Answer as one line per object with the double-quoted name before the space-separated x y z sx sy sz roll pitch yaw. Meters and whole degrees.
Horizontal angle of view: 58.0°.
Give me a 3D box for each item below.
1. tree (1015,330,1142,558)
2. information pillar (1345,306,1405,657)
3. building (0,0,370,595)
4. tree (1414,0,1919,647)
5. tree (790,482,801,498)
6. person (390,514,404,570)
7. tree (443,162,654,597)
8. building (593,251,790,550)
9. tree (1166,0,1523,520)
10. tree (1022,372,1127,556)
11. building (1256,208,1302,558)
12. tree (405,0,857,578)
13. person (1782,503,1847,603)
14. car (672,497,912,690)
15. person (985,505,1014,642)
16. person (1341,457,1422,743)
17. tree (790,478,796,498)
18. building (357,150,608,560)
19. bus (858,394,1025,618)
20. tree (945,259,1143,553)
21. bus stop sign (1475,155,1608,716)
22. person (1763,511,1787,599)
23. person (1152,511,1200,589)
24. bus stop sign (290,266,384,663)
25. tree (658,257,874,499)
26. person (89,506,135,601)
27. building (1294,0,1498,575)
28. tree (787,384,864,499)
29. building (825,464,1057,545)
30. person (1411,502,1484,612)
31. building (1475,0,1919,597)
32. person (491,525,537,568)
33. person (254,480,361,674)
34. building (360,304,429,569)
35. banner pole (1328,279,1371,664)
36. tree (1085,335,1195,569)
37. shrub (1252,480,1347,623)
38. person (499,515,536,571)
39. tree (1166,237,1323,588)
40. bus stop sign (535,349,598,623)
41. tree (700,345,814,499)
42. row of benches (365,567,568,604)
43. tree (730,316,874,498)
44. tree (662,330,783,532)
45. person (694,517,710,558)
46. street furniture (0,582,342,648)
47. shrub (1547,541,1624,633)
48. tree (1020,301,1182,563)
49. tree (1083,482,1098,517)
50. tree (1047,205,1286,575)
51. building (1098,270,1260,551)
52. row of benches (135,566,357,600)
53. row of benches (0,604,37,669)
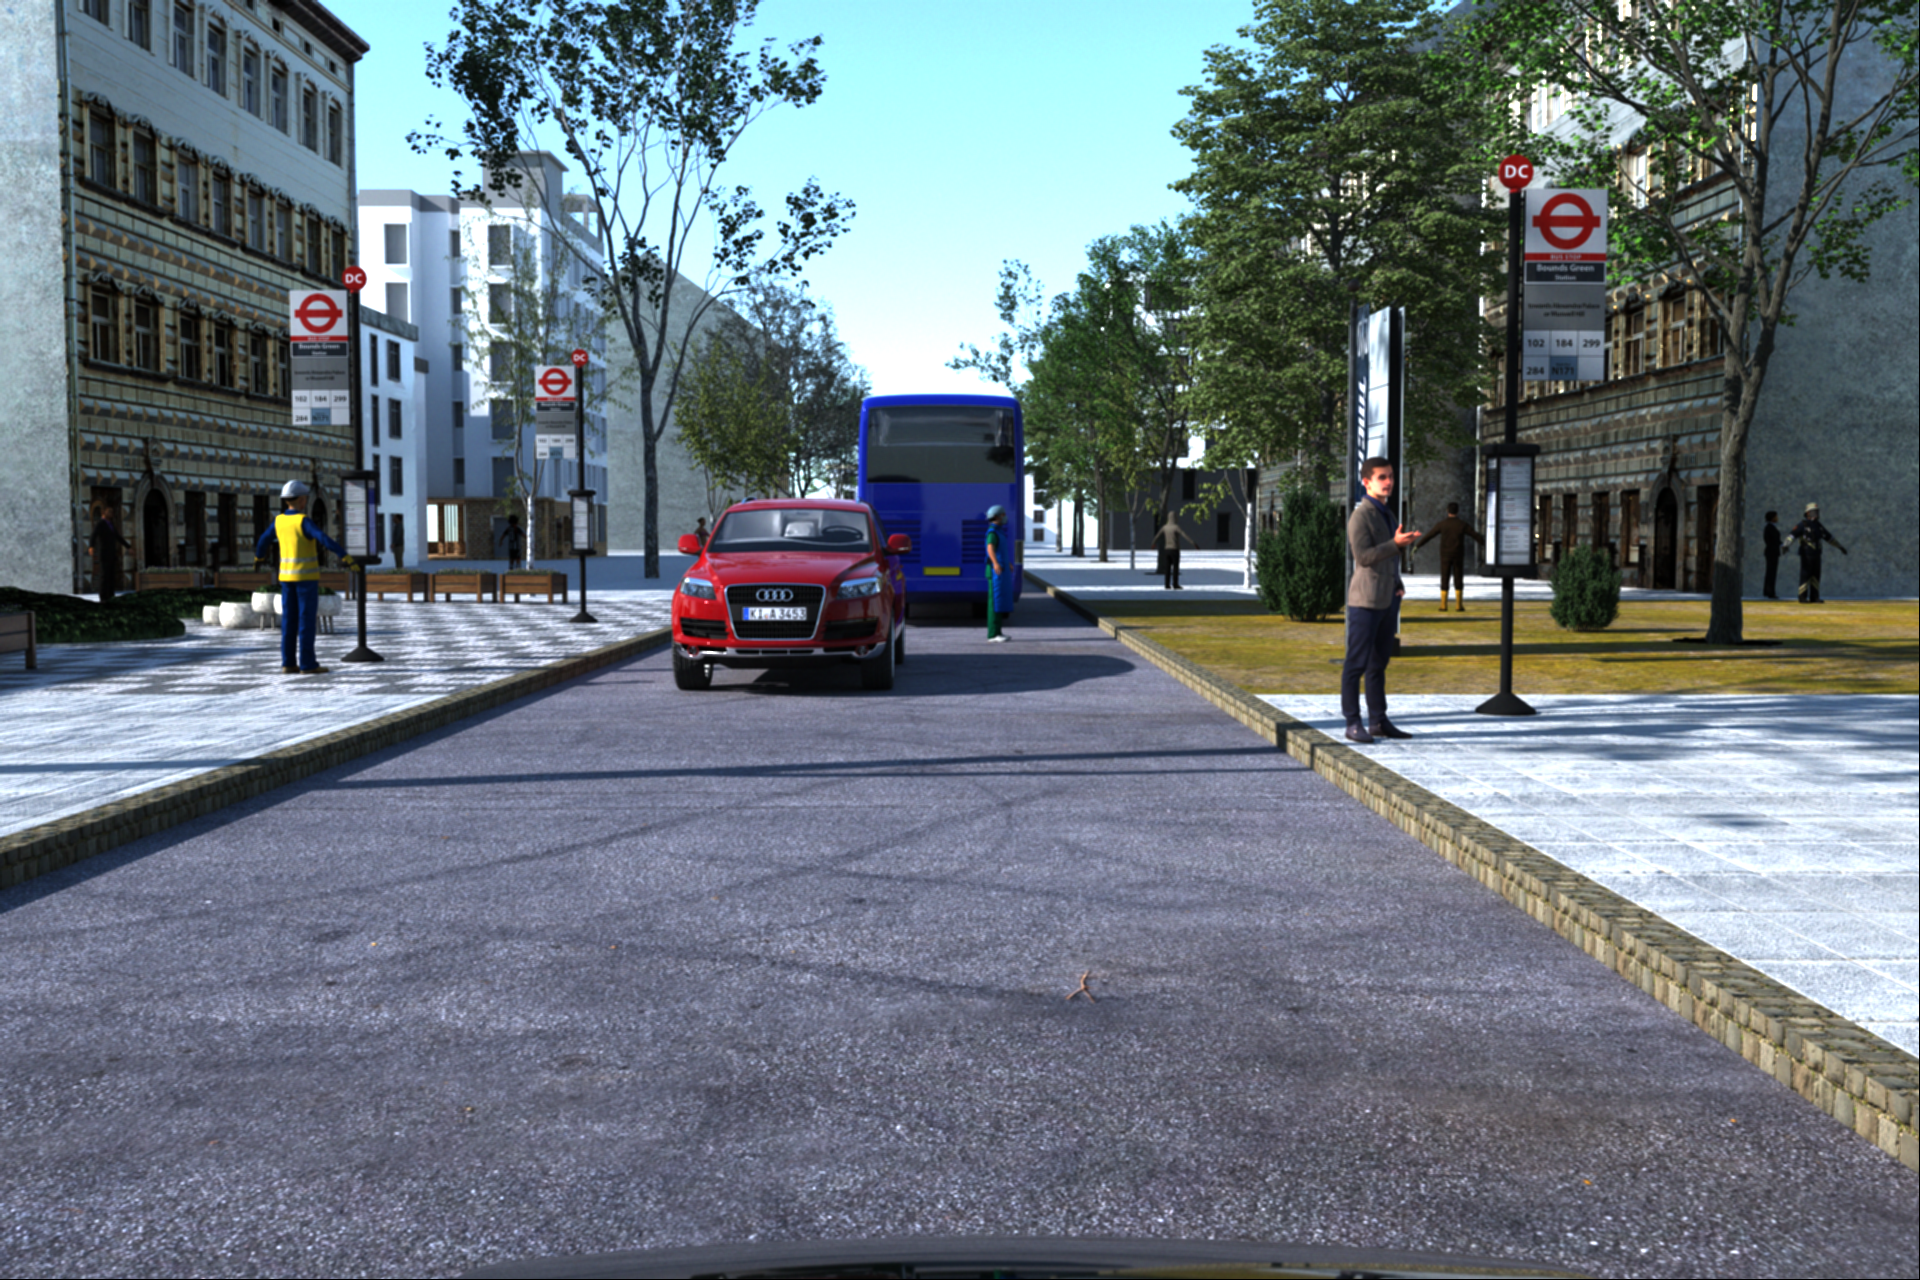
"tree" 6.202 -10.784 94.450 7.486 12.596 7.792 0 3 0
"information pillar" 4.477 -1.678 18.749 0.184 3.620 1.656 0 4 -2
"building" -27.924 -13.079 44.771 19.493 23.208 18.063 0 4 0
"tree" 9.125 -5.757 19.876 9.928 11.665 9.643 0 3 0
"tree" -21.560 -16.005 212.038 4.737 8.622 4.395 0 3 0
"person" -14.277 -2.305 43.964 0.705 1.796 1.348 -1 4 -13
"tree" -8.940 -5.181 35.080 4.360 8.622 3.978 0 3 0
"building" -24.268 -19.128 143.668 19.493 23.208 18.063 0 4 -1
"tree" 7.320 -7.047 33.338 7.486 12.596 7.792 0 3 0
"tree" 7.058 -10.888 103.770 9.928 11.665 9.643 0 3 0
"building" 25.355 -15.474 83.924 19.493 23.208 18.063 0 4 0
"tree" -8.878 -11.780 48.499 12.611 20.169 13.585 0 3 0
"person" 15.801 -1.612 32.130 1.354 1.856 0.705 -1 4 -13
"car" -1.615 -0.548 17.630 2.281 1.827 5.304 0 3 0
"person" 0.525 -0.892 23.175 0.704 1.817 1.347 1 4 9
"person" 2.682 -0.250 10.666 0.617 1.759 0.750 -3 4 -36
"tree" -22.482 -16.518 204.484 7.601 10.594 8.767 0 4 -3
"building" -25.232 -14.088 86.754 16.016 20.090 11.380 0 4 0
"bus" -0.369 -2.489 32.248 2.896 3.916 12.251 0 4 -1
"tree" 5.662 -16.183 120.473 12.611 20.169 13.585 0 3 0
"bus stop sign" 4.130 -1.443 12.293 0.855 3.939 0.416 0 4 0
"person" 16.203 -1.693 34.399 0.721 1.740 1.216 1 4 11
"person" 4.966 -2.091 40.309 1.348 1.813 0.705 3 5 43
"bus stop sign" -6.248 -1.752 17.355 0.855 3.939 0.416 0 4 0
"tree" -8.440 -10.246 77.884 12.009 13.543 11.850 0 3 0
"person" -15.552 -1.555 31.648 0.704 1.802 1.346 0 4 5
"building" 23.394 -14.173 62.661 19.493 23.208 18.063 0 3 0
"tree" -8.470 -11.819 119.002 9.928 11.665 9.643 0 3 0
"building" -1.809 -16.113 208.044 28.070 9.664 9.099 0 4 0
"person" 8.178 -1.384 28.769 1.346 1.812 0.704 1 4 16
"building" 25.160 -13.015 43.732 19.493 23.208 18.063 0 3 0
"person" -13.398 -2.808 52.100 1.347 1.806 0.705 0 4 -6
"person" -6.055 -0.584 16.005 1.216 1.772 0.721 1 4 22
"building" -26.433 -7.826 70.097 9.099 9.664 28.070 0 4 0
"banner pole" 3.875 -1.644 16.899 0.401 3.779 0.863 0 4 -1
"tree" 6.371 -6.884 62.914 4.737 8.622 4.395 0 3 0
"shrub" 5.061 -1.303 25.338 1.661 2.075 1.752 0 3 0
"person" -12.567 -2.619 48.970 1.345 1.843 0.704 2 4 29
"tree" 6.886 -5.563 41.321 4.737 8.622 4.395 0 3 0
"bus stop sign" -5.701 -2.225 25.087 0.855 3.939 0.416 0 3 0
"tree" -8.126 -7.224 68.482 4.737 8.622 4.395 0 3 0
"row of benches" -9.176 -1.029 32.280 4.104 0.672 1.422 1 4 14
"tree" -9.076 -11.515 98.632 12.009 13.543 11.850 0 3 0
"tree" -8.689 -6.829 62.018 4.737 8.622 4.395 0 3 0
"person" -6.936 -2.465 47.102 0.721 1.733 1.217 2 4 27
"street furniture" -12.225 -0.529 24.268 5.734 0.657 10.072 -2 4 -34
"shrub" 8.182 -0.708 22.685 1.383 1.207 1.383 0 3 0
"tree" 6.321 -9.309 77.961 9.928 11.665 9.643 0 3 0
"tree" 18.277 -16.903 210.768 7.601 10.594 8.767 0 4 2
"tree" 6.584 -7.874 54.497 9.928 11.665 9.643 0 3 0
"building" 25.728 -18.755 150.617 27.936 21.610 32.646 0 4 0
"row of benches" -13.906 -1.109 33.593 4.104 0.672 1.422 0 4 -7
"row of benches" -8.902 0.061 14.460 1.422 0.672 4.104 0 4 -6
